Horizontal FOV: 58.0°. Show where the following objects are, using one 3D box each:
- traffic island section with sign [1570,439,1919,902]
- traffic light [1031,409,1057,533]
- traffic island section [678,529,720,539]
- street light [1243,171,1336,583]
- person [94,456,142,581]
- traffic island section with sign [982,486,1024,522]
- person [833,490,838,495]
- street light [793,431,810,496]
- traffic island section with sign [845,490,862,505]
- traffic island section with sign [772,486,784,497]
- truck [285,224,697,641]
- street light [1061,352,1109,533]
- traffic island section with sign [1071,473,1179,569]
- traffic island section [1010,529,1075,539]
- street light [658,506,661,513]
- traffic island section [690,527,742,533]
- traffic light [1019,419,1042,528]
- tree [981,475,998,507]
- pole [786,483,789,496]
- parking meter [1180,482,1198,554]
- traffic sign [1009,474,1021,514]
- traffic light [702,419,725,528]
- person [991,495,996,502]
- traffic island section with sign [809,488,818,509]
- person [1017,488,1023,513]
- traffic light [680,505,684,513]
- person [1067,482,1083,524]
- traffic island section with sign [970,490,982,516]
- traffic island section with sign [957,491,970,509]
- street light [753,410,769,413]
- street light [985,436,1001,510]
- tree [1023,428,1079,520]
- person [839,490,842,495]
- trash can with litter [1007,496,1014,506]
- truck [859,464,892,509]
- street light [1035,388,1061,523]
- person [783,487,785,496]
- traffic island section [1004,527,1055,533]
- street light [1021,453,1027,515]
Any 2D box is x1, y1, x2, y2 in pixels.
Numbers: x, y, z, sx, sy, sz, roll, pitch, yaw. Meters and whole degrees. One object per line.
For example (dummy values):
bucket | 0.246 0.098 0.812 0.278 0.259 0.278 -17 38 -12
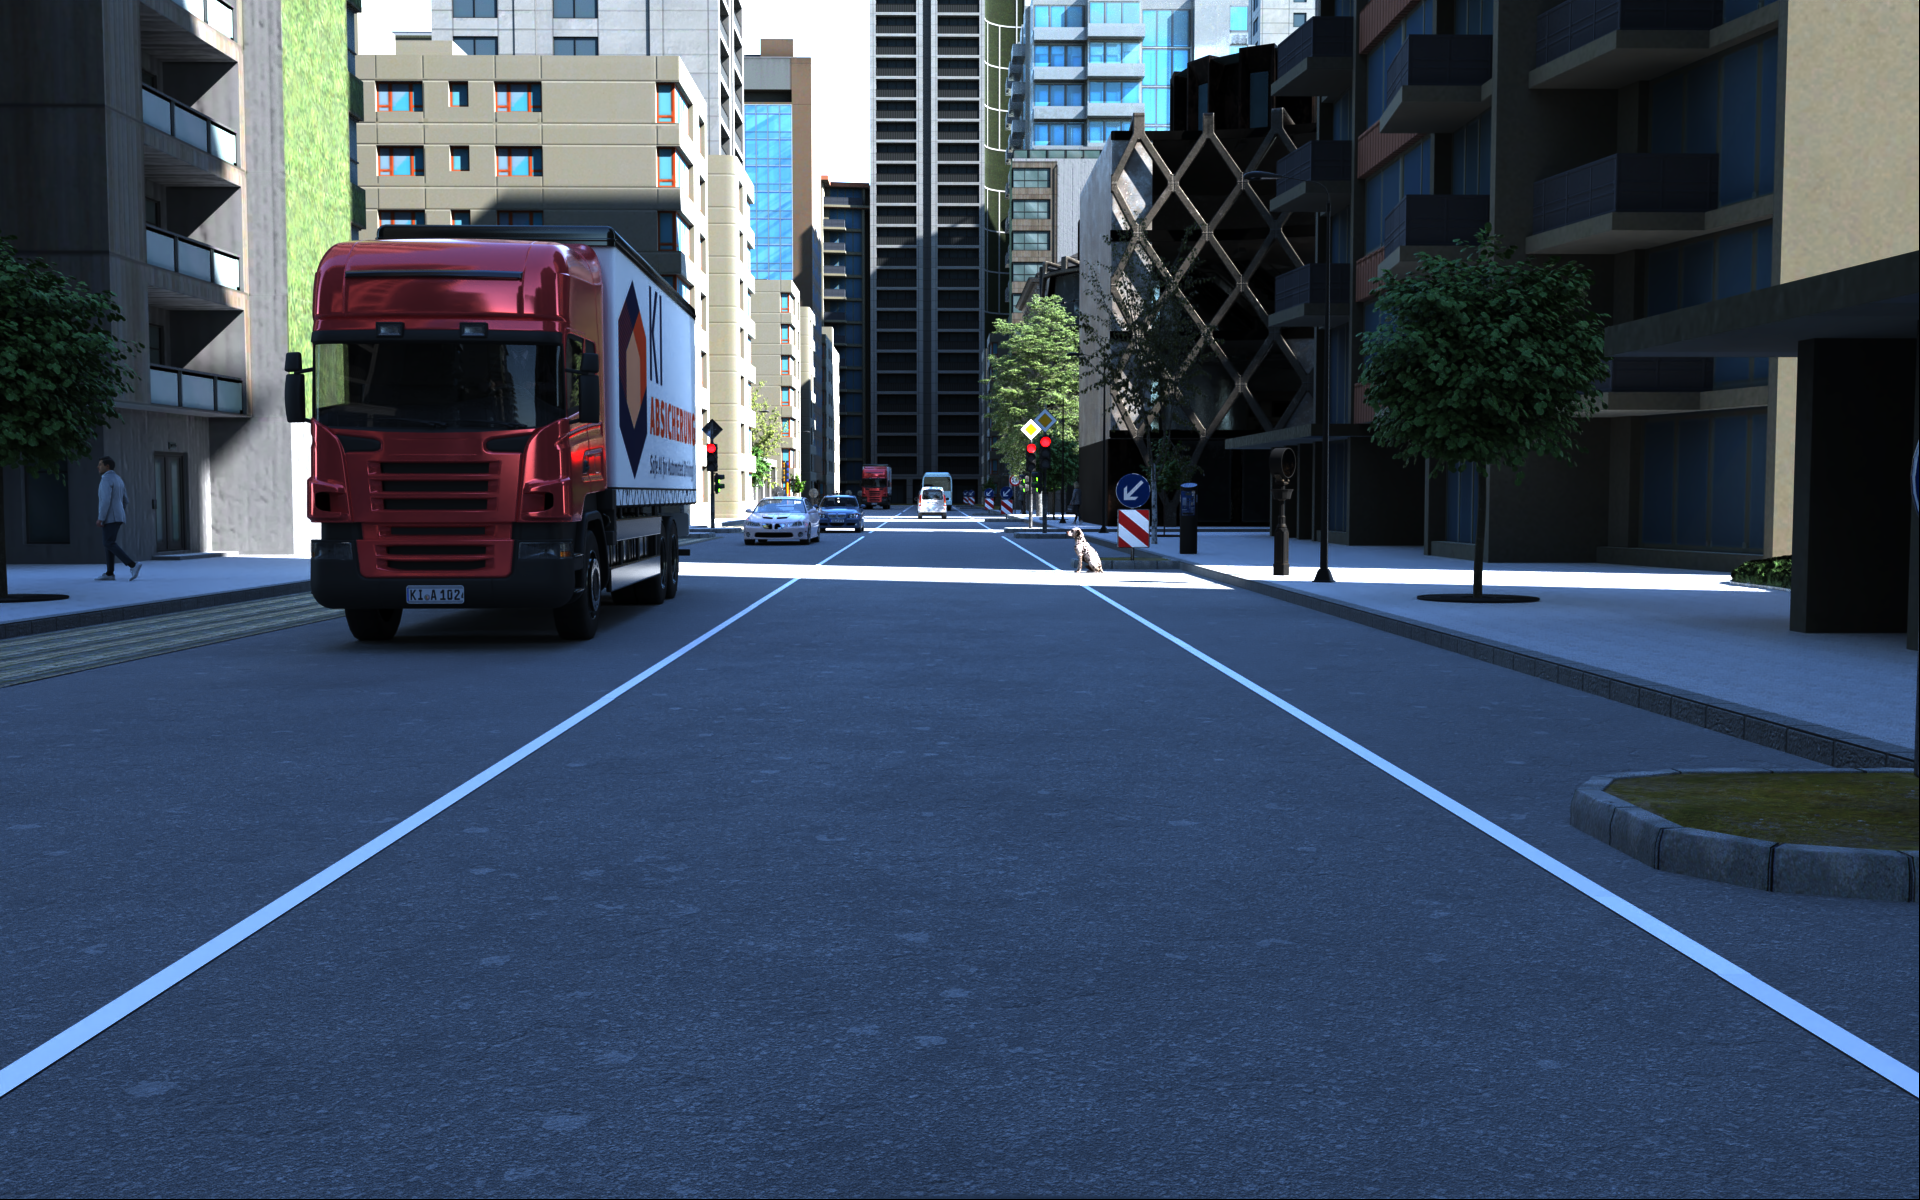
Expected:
traffic island section with sign | 3.642 0.098 7.028 1.989 1.847 2.006 0 4 -1
traffic light | 2.768 -4.156 56.869 0.839 4.253 0.868 0 4 -1
traffic island section | -9.132 -2.111 56.790 2.009 0.180 2.903 0 4 -1
street light | 4.770 -3.214 25.096 1.470 5.913 1.316 0 4 -1
person | -12.490 -1.210 25.666 0.795 1.843 0.661 0 4 -1
traffic island section with sign | 2.273 -4.952 89.592 1.989 1.847 2.006 0 4 -1
person | -13.426 -10.976 186.310 0.742 1.727 0.445 0 4 6
street light | -11.755 -9.498 127.836 1.470 5.913 1.316 0 4 -1
traffic island section with sign | -10.638 -9.657 166.524 1.989 1.847 2.006 0 4 -1
traffic island section with sign | -9.352 -4.939 89.379 1.989 1.847 2.006 0 4 -1
truck | -4.926 -1.925 20.384 2.839 4.237 11.283 0 4 -3
street light | 4.194 -5.158 56.879 1.470 5.913 1.316 0 4 -1
traffic island section with sign | 3.202 -1.551 33.980 1.989 1.847 2.006 0 4 -1
traffic island section | 2.808 -2.122 56.983 2.009 0.180 2.903 0 4 -1
street light | -10.664 -5.625 64.507 1.470 5.913 1.316 0 4 -1
traffic island section | -9.265 -2.599 64.774 2.009 0.180 2.903 0 4 -1
traffic light | 2.635 -4.644 64.853 0.839 4.253 0.868 0 4 -1
tree | 2.923 -10.914 173.047 1.663 3.219 1.824 0 3 0
pole | -11.965 -7.699 119.727 0.158 3.312 0.155 0 3 0
parking meter | 4.909 -1.760 37.181 0.372 1.533 0.369 0 3 0
traffic sign | 3.576 -6.863 112.311 0.768 2.556 0.104 0 4 3
traffic light | -9.225 -4.631 64.640 0.839 4.253 0.868 0 4 -1
person | 3.118 -9.602 166.263 0.697 1.427 0.421 -3 4 -37
traffic island section with sign | -9.804 -6.606 116.635 1.989 1.847 2.006 0 4 -1
person | 4.108 -6.752 116.628 0.537 1.800 0.526 -1 4 -13
traffic light | -9.092 -4.143 56.656 0.839 4.253 0.868 0 4 -1
person | 4.894 -4.088 73.071 0.728 1.800 0.709 3 5 43
traffic island section with sign | 1.830 -6.605 116.616 1.989 1.847 2.006 0 4 -1
traffic island section with sign | 0.981 -9.669 166.708 1.989 1.847 2.006 0 4 -1
street light | -11.263 -7.559 96.123 1.470 5.913 1.316 0 4 -1
street light | 2.746 -10.205 139.392 1.470 5.913 1.316 0 4 -1
tree | 4.663 -6.247 85.856 4.285 4.588 4.351 0 3 0
person | -13.743 -11.778 199.525 0.541 1.710 0.530 -3 4 -37
trash can with litter | 3.468 -6.771 122.089 0.624 1.170 1.055 0 4 -3
truck | -7.920 -10.745 164.587 2.839 4.237 11.283 0 4 0
street light | 3.973 -6.325 75.956 1.470 5.913 1.316 0 4 -1
person | -12.945 -7.449 128.014 0.419 1.800 0.721 0 4 -3
traffic island section | 2.675 -2.611 64.967 2.009 0.180 2.903 0 4 -1
street light | 3.453 -8.259 107.574 1.470 5.913 1.316 0 4 -1
